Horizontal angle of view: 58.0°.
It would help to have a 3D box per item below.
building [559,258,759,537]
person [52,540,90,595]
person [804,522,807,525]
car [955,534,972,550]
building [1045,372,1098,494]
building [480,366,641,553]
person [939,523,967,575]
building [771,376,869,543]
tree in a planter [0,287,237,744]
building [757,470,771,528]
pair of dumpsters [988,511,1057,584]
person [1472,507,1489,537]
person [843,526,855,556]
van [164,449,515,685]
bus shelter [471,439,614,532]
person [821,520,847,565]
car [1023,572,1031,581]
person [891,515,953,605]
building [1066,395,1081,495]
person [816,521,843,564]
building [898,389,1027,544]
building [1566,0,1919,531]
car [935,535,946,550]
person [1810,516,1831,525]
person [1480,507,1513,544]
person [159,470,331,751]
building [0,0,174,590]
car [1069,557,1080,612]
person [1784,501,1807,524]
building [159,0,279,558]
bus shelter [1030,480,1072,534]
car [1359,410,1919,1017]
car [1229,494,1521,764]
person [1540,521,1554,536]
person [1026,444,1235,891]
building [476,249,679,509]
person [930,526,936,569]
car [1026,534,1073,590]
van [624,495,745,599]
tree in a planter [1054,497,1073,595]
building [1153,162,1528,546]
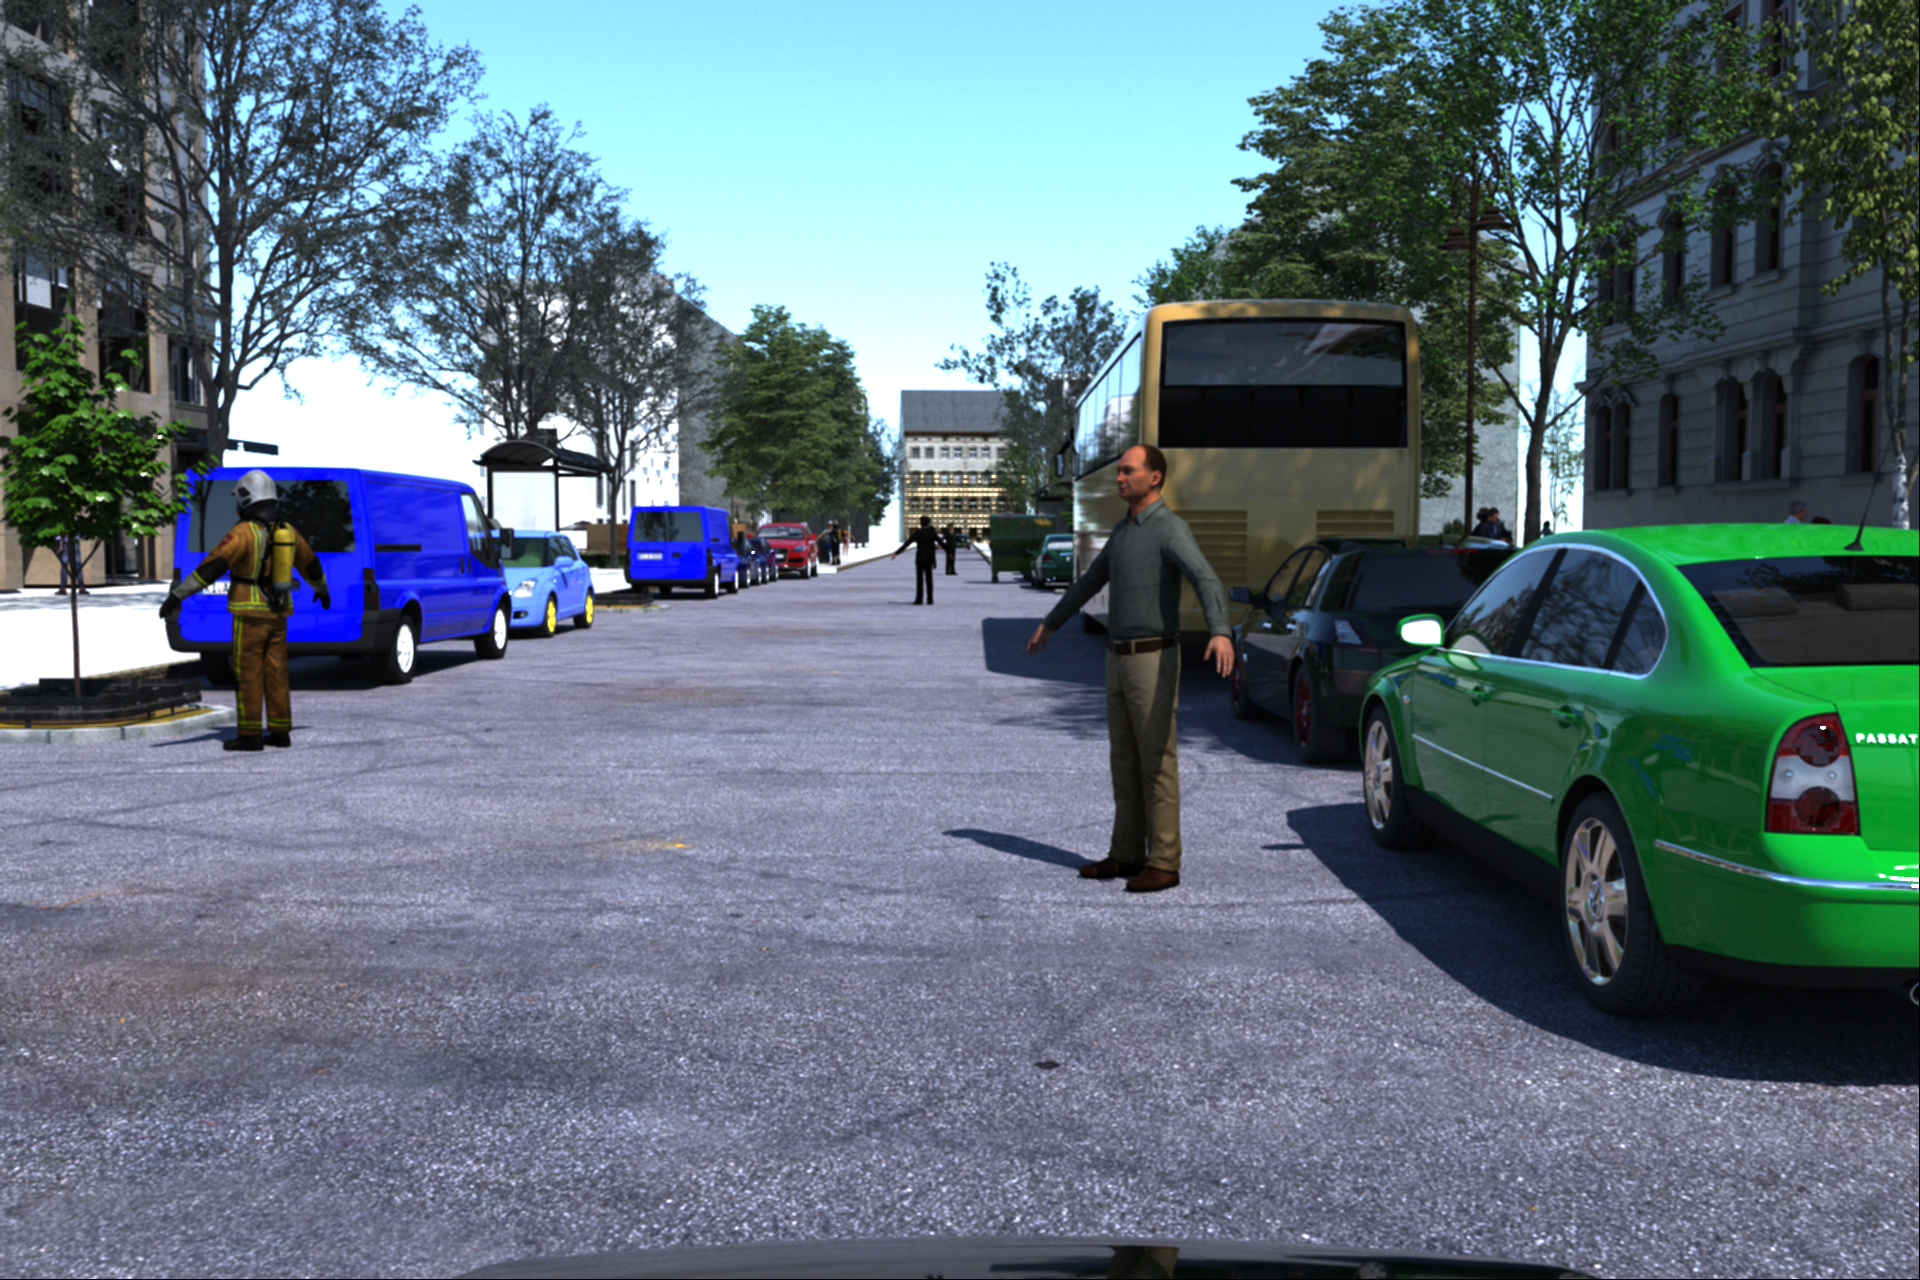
[{"bbox_3d":[-26.766,-18.987,141.366,19.493,23.208,18.063,0,4,0],"label":"building"},{"bbox_3d":[-18.844,-1.880,36.650,0.709,1.838,0.599,-3,4,-37],"label":"person"},{"bbox_3d":[-7.300,-4.611,81.366,0.705,1.833,1.349,1,4,22],"label":"person"},{"bbox_3d":[0.077,-9.072,158.120,2.009,1.686,4.222,0,4,-1],"label":"car"},{"bbox_3d":[25.390,-23.929,235.208,27.936,21.610,32.646,0,3,0],"label":"building"},{"bbox_3d":[-22.769,-9.640,99.762,9.099,9.664,28.070,0,4,1],"label":"building"},{"bbox_3d":[-0.305,-3.185,60.472,0.705,1.837,1.347,3,5,44],"label":"person"},{"bbox_3d":[-27.190,-24.040,237.034,27.936,21.610,32.646,0,3,0],"label":"building"},{"bbox_3d":[-6.539,-0.949,12.734,1.991,3.239,1.994,0,4,1],"label":"tree in a planter"},{"bbox_3d":[-26.181,-15.759,199.814,9.099,9.664,28.070,0,4,0],"label":"building"},{"bbox_3d":[3.037,-2.779,50.388,4.436,2.255,1.574,0,4,0],"label":"pair of dumpsters"},{"bbox_3d":[11.041,-1.881,36.615,0.704,1.845,1.351,-2,4,-23],"label":"person"},{"bbox_3d":[-6.691,-5.812,101.825,1.217,1.733,0.721,2,4,29],"label":"person"},{"bbox_3d":[-6.192,-0.839,18.109,2.240,2.365,5.245,0,4,0],"label":"van"},{"bbox_3d":[-9.477,-2.811,39.886,2.014,3.302,5.546,0,4,-1],"label":"bus shelter"},{"bbox_3d":[-5.124,-3.997,71.136,0.705,1.856,1.354,3,5,44],"label":"person"},{"bbox_3d":[2.938,-2.586,54.080,2.131,1.459,4.920,0,4,0],"label":"car"},{"bbox_3d":[-0.733,-1.618,35.094,1.347,1.806,0.705,-2,4,-24],"label":"person"},{"bbox_3d":[22.451,-22.984,206.715,19.493,23.208,18.063,0,4,0],"label":"building"},{"bbox_3d":[-5.501,-4.141,73.565,1.347,1.847,0.705,0,4,-2],"label":"person"},{"bbox_3d":[0.076,-26.238,262.382,18.063,23.208,19.493,0,4,-4],"label":"building"},{"bbox_3d":[24.777,-15.454,40.061,14.401,28.519,23.554,0,4,0],"label":"building"},{"bbox_3d":[-1.818,-7.720,138.588,2.083,1.381,4.827,0,4,0],"label":"car"},{"bbox_3d":[7.588,-0.378,15.397,0.989,1.438,0.599,-1,4,-13],"label":"person"},{"bbox_3d":[9.912,-1.549,31.825,0.683,1.767,0.568,-2,4,-33],"label":"person"},{"bbox_3d":[-4.691,-0.204,11.555,0.705,1.858,1.354,2,4,27],"label":"person"},{"bbox_3d":[-29.835,-13.696,27.128,19.350,26.588,34.151,0,4,-1],"label":"building"},{"bbox_3d":[2.946,-1.118,30.280,2.014,1.417,4.499,0,4,0],"label":"car"},{"bbox_3d":[10.839,-0.946,22.443,0.436,1.711,0.756,1,4,20],"label":"person"},{"bbox_3d":[-30.501,-18.780,53.165,12.429,33.558,17.177,0,4,0],"label":"building"},{"bbox_3d":[3.922,-4.512,67.687,2.014,3.302,5.546,0,4,-1],"label":"bus shelter"},{"bbox_3d":[2.778,0.140,6.514,1.959,1.807,4.718,0,4,0],"label":"car"},{"bbox_3d":[2.977,-0.146,12.181,2.009,1.686,4.222,0,3,0],"label":"car"},{"bbox_3d":[19.715,-3.128,57.980,0.721,1.735,1.217,-2,4,-25],"label":"person"},{"bbox_3d":[0.723,0.100,7.090,0.705,1.796,1.348,-2,4,-30],"label":"person"},{"bbox_3d":[-25.896,-15.881,116.076,16.016,20.090,11.380,0,4,-1],"label":"building"},{"bbox_3d":[-1.194,-3.770,70.823,1.216,1.740,0.721,-2,4,-32],"label":"person"},{"bbox_3d":[2.854,-2.102,46.164,2.131,1.459,4.920,0,3,0],"label":"car"},{"bbox_3d":[-6.272,-2.166,39.791,2.240,2.365,5.245,0,4,0],"label":"van"},{"bbox_3d":[3.259,-2.703,41.409,1.991,3.239,1.994,0,4,1],"label":"tree in a planter"},{"bbox_3d":[22.379,-16.866,106.680,19.493,23.208,18.063,0,4,0],"label":"building"}]
